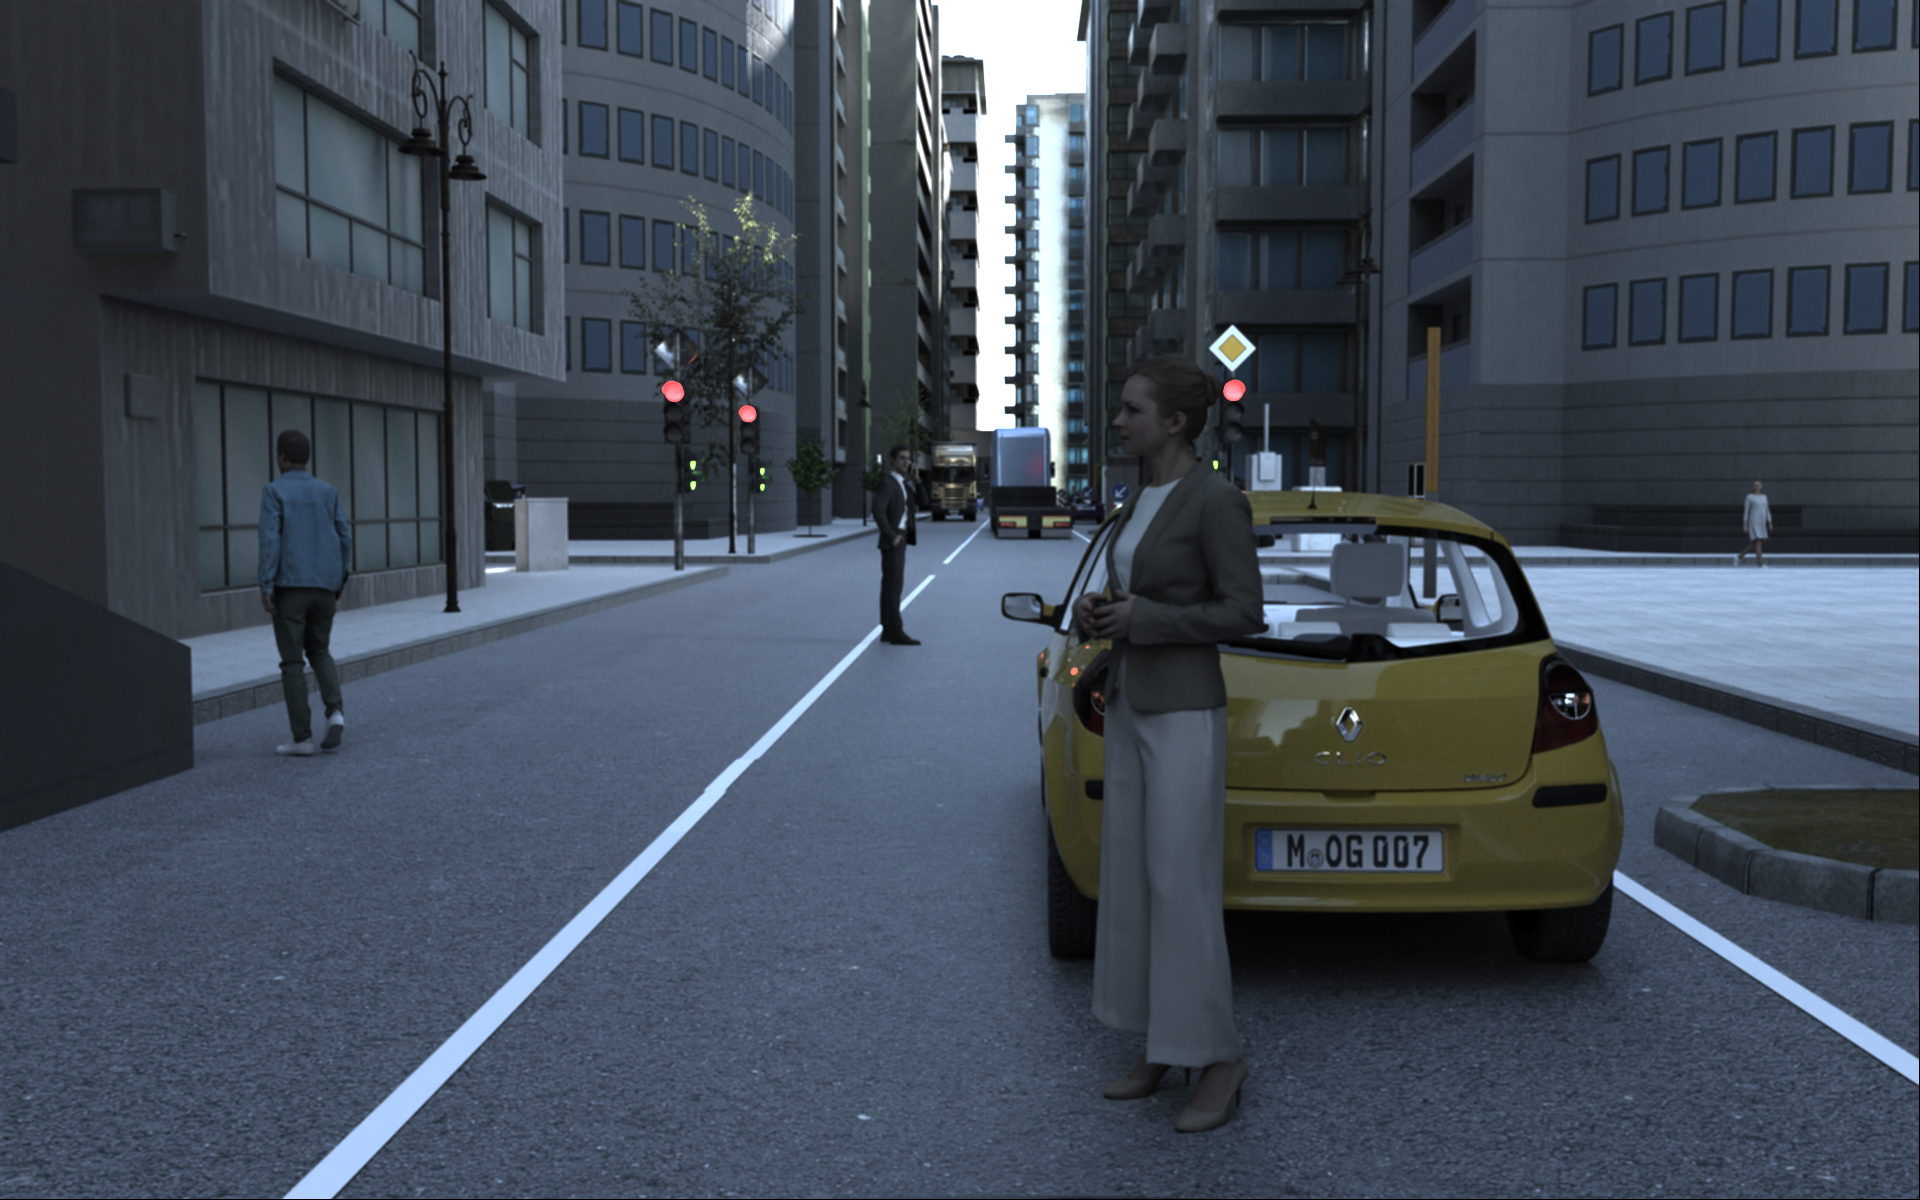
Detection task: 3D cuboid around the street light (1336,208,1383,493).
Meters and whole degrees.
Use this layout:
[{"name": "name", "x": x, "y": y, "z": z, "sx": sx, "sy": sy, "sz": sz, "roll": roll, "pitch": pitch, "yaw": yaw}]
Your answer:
[{"name": "street light", "x": 6.510, "y": -3.400, "z": 28.379, "sx": 0.468, "sy": 5.910, "sz": 1.993, "roll": 0, "pitch": 4, "yaw": 2}]

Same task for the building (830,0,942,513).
[{"name": "building", "x": -8.786, "y": -27.950, "z": 140.570, "sx": 14.154, "sy": 41.232, "sz": 14.086, "roll": 0, "pitch": 4, "yaw": 2}]

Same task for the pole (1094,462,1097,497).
[{"name": "pole", "x": 8.707, "y": -7.189, "z": 111.383, "sx": 0.158, "sy": 3.312, "sz": 0.155, "roll": 0, "pitch": 3, "yaw": 0}]

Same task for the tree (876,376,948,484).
[{"name": "tree", "x": -3.333, "y": -9.681, "z": 108.649, "sx": 4.737, "sy": 8.622, "sz": 4.395, "roll": 0, "pitch": 3, "yaw": 0}]

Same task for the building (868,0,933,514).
[{"name": "building", "x": -13.101, "y": -30.518, "z": 122.665, "sx": 21.300, "sy": 48.544, "sz": 21.600, "roll": 0, "pitch": 4, "yaw": 2}]

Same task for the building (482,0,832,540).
[{"name": "building", "x": -16.388, "y": -31.587, "z": 58.448, "sx": 21.231, "sy": 58.520, "sz": 28.212, "roll": 0, "pitch": 4, "yaw": 2}]

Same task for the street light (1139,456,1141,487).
[{"name": "street light", "x": 8.205, "y": -6.487, "z": 78.845, "sx": 0.468, "sy": 5.910, "sz": 1.993, "roll": 0, "pitch": 4, "yaw": 2}]

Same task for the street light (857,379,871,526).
[{"name": "street light", "x": -3.835, "y": -5.918, "z": 69.544, "sx": 0.468, "sy": 5.910, "sz": 1.993, "roll": 0, "pitch": 4, "yaw": 2}]

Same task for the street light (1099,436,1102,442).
[{"name": "street light", "x": 9.177, "y": -8.482, "z": 111.473, "sx": 0.468, "sy": 5.910, "sz": 1.993, "roll": 0, "pitch": 4, "yaw": 2}]

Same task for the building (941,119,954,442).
[{"name": "building", "x": -12.755, "y": -29.393, "z": 172.454, "sx": 23.993, "sy": 40.220, "sz": 32.217, "roll": 0, "pitch": 4, "yaw": 2}]

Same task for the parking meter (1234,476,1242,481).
[{"name": "parking meter", "x": 9.009, "y": -3.117, "z": 56.675, "sx": 0.255, "sy": 1.863, "sz": 0.399, "roll": 3, "pitch": 5, "yaw": 45}]

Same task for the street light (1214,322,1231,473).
[{"name": "street light", "x": 7.122, "y": -4.512, "z": 46.561, "sx": 0.468, "sy": 5.910, "sz": 1.993, "roll": 0, "pitch": 4, "yaw": 2}]

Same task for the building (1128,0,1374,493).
[{"name": "building", "x": 18.590, "y": -27.622, "z": 71.226, "sx": 23.786, "sy": 49.044, "sz": 30.456, "roll": 0, "pitch": 4, "yaw": 2}]

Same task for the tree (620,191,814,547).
[{"name": "tree", "x": -5.696, "y": -5.571, "z": 41.446, "sx": 4.360, "sy": 8.622, "sz": 3.978, "roll": 0, "pitch": 3, "yaw": 0}]

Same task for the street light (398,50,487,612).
[{"name": "street light", "x": -5.525, "y": -2.806, "z": 18.668, "sx": 0.468, "sy": 5.910, "sz": 1.993, "roll": 0, "pitch": 4, "yaw": 2}]

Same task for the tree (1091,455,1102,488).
[{"name": "tree", "x": 10.429, "y": -8.069, "z": 115.640, "sx": 4.285, "sy": 4.588, "sz": 4.351, "roll": 0, "pitch": 3, "yaw": 0}]

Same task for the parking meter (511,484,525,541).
[{"name": "parking meter", "x": -11.073, "y": -2.136, "z": 43.327, "sx": 0.372, "sy": 1.533, "sz": 0.369, "roll": 0, "pitch": 3, "yaw": 0}]

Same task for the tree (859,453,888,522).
[{"name": "tree", "x": -3.777, "y": -5.269, "z": 80.744, "sx": 1.663, "sy": 3.219, "sz": 1.824, "roll": 0, "pitch": 3, "yaw": 0}]

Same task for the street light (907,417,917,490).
[{"name": "street light", "x": -2.835, "y": -7.913, "z": 102.167, "sx": 0.468, "sy": 5.910, "sz": 1.993, "roll": 0, "pitch": 4, "yaw": 2}]

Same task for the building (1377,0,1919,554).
[{"name": "building", "x": 26.833, "y": -30.749, "z": 44.753, "sx": 28.212, "sy": 58.520, "sz": 21.231, "roll": 0, "pitch": 4, "yaw": 2}]

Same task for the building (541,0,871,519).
[{"name": "building", "x": -12.147, "y": -24.731, "z": 87.950, "sx": 14.154, "sy": 41.232, "sz": 14.086, "roll": 0, "pitch": 4, "yaw": 2}]

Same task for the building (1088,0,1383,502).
[{"name": "building", "x": 21.336, "y": -36.865, "z": 144.750, "sx": 21.231, "sy": 58.520, "sz": 28.212, "roll": 0, "pitch": 4, "yaw": 2}]

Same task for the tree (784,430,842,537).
[{"name": "tree", "x": -4.364, "y": -3.504, "z": 51.886, "sx": 1.663, "sy": 3.219, "sz": 1.824, "roll": 0, "pitch": 3, "yaw": 0}]

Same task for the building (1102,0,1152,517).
[{"name": "building", "x": 15.367, "y": -20.210, "z": 102.135, "sx": 14.160, "sy": 30.474, "sz": 14.107, "roll": 0, "pitch": 4, "yaw": 2}]

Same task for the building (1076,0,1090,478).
[{"name": "building", "x": 26.333, "y": -35.702, "z": 172.972, "sx": 28.713, "sy": 52.752, "sz": 27.495, "roll": 0, "pitch": 4, "yaw": 2}]

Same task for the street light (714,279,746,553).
[{"name": "street light", "x": -4.933, "y": -3.947, "z": 37.322, "sx": 0.468, "sy": 5.910, "sz": 1.993, "roll": 0, "pitch": 4, "yaw": 2}]

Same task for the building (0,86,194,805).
[{"name": "building", "x": -20.325, "y": -18.931, "z": 1.409, "sx": 32.217, "sy": 40.220, "sz": 23.993, "roll": 0, "pitch": 4, "yaw": 2}]

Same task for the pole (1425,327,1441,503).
[{"name": "pole", "x": 5.805, "y": -1.680, "z": 21.311, "sx": 0.158, "sy": 3.312, "sz": 0.155, "roll": 0, "pitch": 3, "yaw": 0}]

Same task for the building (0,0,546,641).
[{"name": "building", "x": -12.644, "y": -20.560, "z": 19.748, "sx": 14.086, "sy": 41.232, "sz": 14.154, "roll": 0, "pitch": 4, "yaw": 2}]

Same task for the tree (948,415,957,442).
[{"name": "tree", "x": -1.814, "y": -12.333, "z": 152.012, "sx": 4.737, "sy": 8.622, "sz": 4.395, "roll": 0, "pitch": 3, "yaw": 0}]
